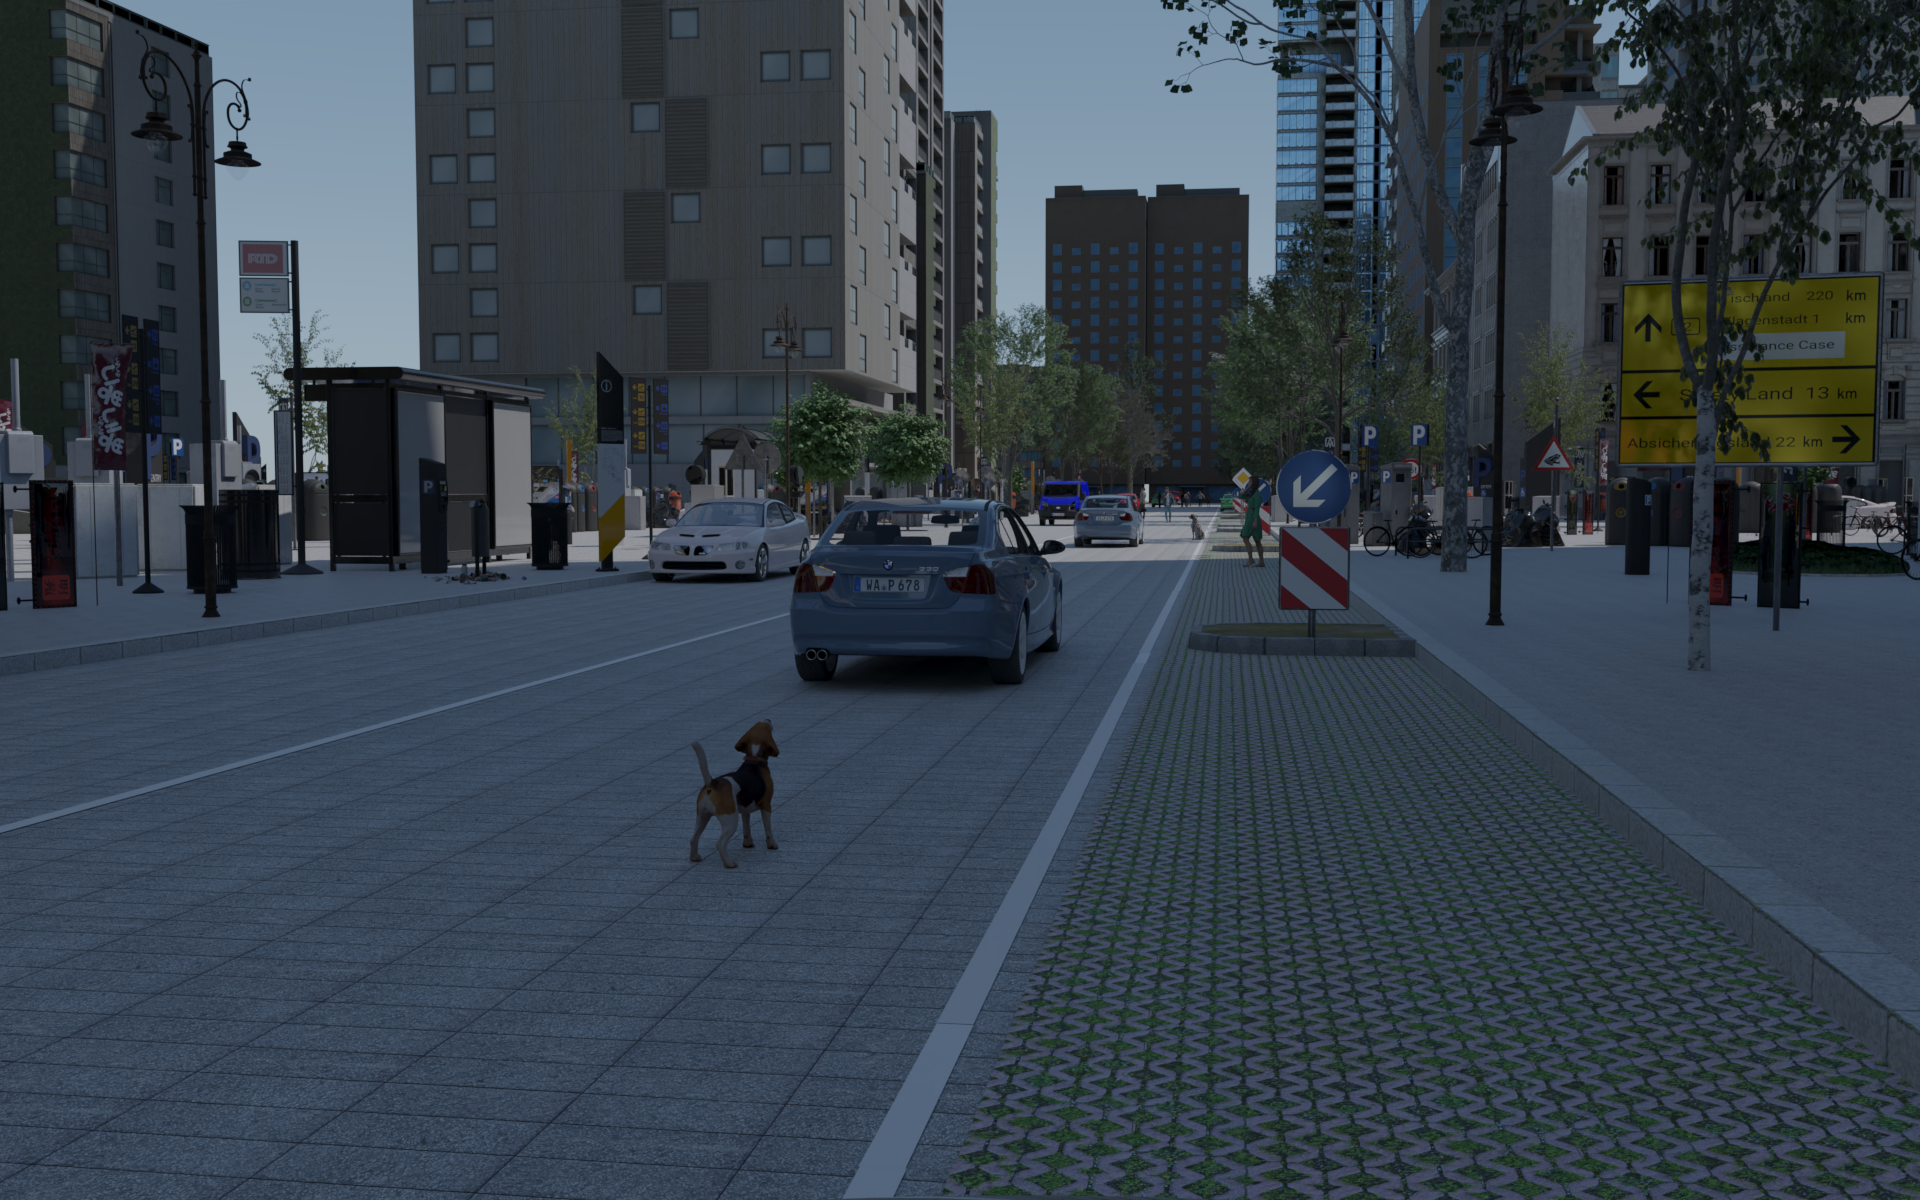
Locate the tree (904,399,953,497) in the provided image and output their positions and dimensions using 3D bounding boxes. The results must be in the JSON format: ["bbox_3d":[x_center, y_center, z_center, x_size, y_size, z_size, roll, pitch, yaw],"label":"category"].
[{"bbox_3d":[-1.892,-4.670,60.063,4.285,4.588,4.351,0,3,0],"label":"tree"}]

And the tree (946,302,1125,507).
[{"bbox_3d":[2.822,-10.229,93.006,9.928,11.665,9.643,0,3,0],"label":"tree"}]

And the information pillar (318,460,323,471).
[{"bbox_3d":[-44.461,-7.897,120.467,0.504,3.616,0.183,2,4,32],"label":"information pillar"}]

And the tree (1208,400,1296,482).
[{"bbox_3d":[29.188,-15.315,167.412,9.611,12.733,9.660,0,3,0],"label":"tree"}]

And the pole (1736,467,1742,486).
[{"bbox_3d":[34.374,-5.052,76.449,0.158,3.312,0.155,0,3,0],"label":"pole"}]

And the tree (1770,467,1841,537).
[{"bbox_3d":[22.189,-3.124,45.677,1.663,3.219,1.824,0,3,0],"label":"tree"}]

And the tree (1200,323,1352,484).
[{"bbox_3d":[20.931,-12.656,113.573,9.857,13.997,8.962,0,3,0],"label":"tree"}]

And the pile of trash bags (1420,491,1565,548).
[{"bbox_3d":[13.435,-2.048,43.235,1.912,1.369,3.447,-1,4,-23],"label":"pile of trash bags"}]

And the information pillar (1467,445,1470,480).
[{"bbox_3d":[22.595,-5.257,77.298,0.183,3.616,0.504,3,4,36],"label":"information pillar"}]

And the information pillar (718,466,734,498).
[{"bbox_3d":[-6.162,-2.521,45.711,0.304,2.012,0.304,3,4,39],"label":"information pillar"}]

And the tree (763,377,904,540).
[{"bbox_3d":[-3.841,-3.974,48.689,4.285,4.588,4.351,0,3,0],"label":"tree"}]

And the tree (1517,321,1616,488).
[{"bbox_3d":[25.221,-7.493,72.865,4.737,8.622,4.395,0,3,0],"label":"tree"}]

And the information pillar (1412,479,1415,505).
[{"bbox_3d":[33.026,-8.273,126.618,0.504,3.616,0.183,3,4,36],"label":"information pillar"}]

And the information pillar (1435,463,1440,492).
[{"bbox_3d":[36.217,-8.557,131.265,0.183,3.616,0.504,-1,4,-19],"label":"information pillar"}]

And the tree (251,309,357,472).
[{"bbox_3d":[-25.637,-7.203,68.131,4.737,8.622,4.395,0,3,0],"label":"tree"}]

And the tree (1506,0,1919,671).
[{"bbox_3d":[5.619,-3.790,12.326,4.360,8.622,3.978,0,3,0],"label":"tree"}]

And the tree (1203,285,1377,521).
[{"bbox_3d":[17.889,-10.140,91.547,9.928,11.665,9.643,0,3,0],"label":"tree"}]

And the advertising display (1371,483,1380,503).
[{"bbox_3d":[25.087,-6.077,104.578,0.123,1.923,0.974,3,5,39],"label":"advertising display"}]

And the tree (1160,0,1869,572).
[{"bbox_3d":[8.332,-10.621,29.535,12.611,20.169,13.585,0,3,0],"label":"tree"}]

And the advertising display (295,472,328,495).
[{"bbox_3d":[-18.867,-2.768,50.473,0.974,1.923,0.123,-2,4,-29],"label":"advertising display"}]

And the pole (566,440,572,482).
[{"bbox_3d":[-14.680,-4.357,65.073,0.158,3.312,0.155,0,3,0],"label":"pole"}]

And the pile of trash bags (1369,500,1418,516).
[{"bbox_3d":[14.566,-2.927,57.604,1.912,1.369,3.447,0,4,2],"label":"pile of trash bags"}]

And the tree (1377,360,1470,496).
[{"bbox_3d":[24.923,-8.733,93.150,4.737,8.622,4.395,0,3,0],"label":"tree"}]

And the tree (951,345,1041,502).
[{"bbox_3d":[1.810,-8.219,84.735,4.737,8.622,4.395,0,3,0],"label":"tree"}]

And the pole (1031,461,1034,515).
[{"bbox_3d":[4.536,-6.994,108.199,0.158,3.312,0.155,0,3,0],"label":"pole"}]

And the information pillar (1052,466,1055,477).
[{"bbox_3d":[7.848,-9.439,145.678,0.183,3.616,0.504,1,4,18],"label":"information pillar"}]

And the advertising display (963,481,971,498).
[{"bbox_3d":[0.268,-4.289,75.333,0.123,1.923,0.974,-1,4,-17],"label":"advertising display"}]

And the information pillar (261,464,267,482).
[{"bbox_3d":[-52.756,-8.556,131.249,0.504,3.616,0.183,-2,4,-31],"label":"information pillar"}]

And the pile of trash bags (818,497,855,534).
[{"bbox_3d":[-4.227,-2.837,56.133,1.912,1.369,3.447,1,4,16],"label":"pile of trash bags"}]

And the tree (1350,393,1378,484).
[{"bbox_3d":[29.748,-10.440,121.052,4.737,8.622,4.395,0,3,0],"label":"tree"}]

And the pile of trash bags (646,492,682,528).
[{"bbox_3d":[-11.463,-3.449,66.140,1.912,1.369,3.447,1,4,13],"label":"pile of trash bags"}]

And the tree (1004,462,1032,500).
[{"bbox_3d":[3.435,-6.547,101.637,1.663,3.219,1.824,0,3,0],"label":"tree"}]

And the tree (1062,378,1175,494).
[{"bbox_3d":[15.839,-16.495,180.060,12.009,13.543,11.850,0,3,0],"label":"tree"}]

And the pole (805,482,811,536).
[{"bbox_3d":[-4.626,-3.598,52.678,0.158,3.312,0.155,0,3,0],"label":"pole"}]

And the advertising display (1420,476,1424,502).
[{"bbox_3d":[16.181,-3.396,60.736,0.123,1.923,0.974,1,4,16],"label":"advertising display"}]

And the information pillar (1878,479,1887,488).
[{"bbox_3d":[43.690,-4.745,82.073,0.304,2.012,0.304,-2,4,-29],"label":"information pillar"}]

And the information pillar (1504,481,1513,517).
[{"bbox_3d":[30.910,-5.696,97.622,0.304,2.012,0.304,-3,4,-36],"label":"information pillar"}]

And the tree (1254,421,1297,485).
[{"bbox_3d":[23.274,-10.940,129.230,4.737,8.622,4.395,0,3,0],"label":"tree"}]

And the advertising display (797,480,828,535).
[{"bbox_3d":[-4.608,-2.986,54.032,0.974,1.923,0.123,-1,4,-9],"label":"advertising display"}]

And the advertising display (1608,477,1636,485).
[{"bbox_3d":[24.337,-3.578,63.711,0.974,1.923,0.123,1,4,14],"label":"advertising display"}]

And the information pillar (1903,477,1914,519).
[{"bbox_3d":[41.735,-4.388,76.233,0.304,2.012,0.304,1,4,10],"label":"information pillar"}]

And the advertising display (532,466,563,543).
[{"bbox_3d":[-9.478,-2.092,39.412,0.974,1.923,0.123,1,4,19],"label":"advertising display"}]

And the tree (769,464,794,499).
[{"bbox_3d":[-9.794,-6.515,101.128,1.663,3.219,1.824,0,3,0],"label":"tree"}]

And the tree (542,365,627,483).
[{"bbox_3d":[-20.723,-8.915,96.126,4.737,8.622,4.395,0,3,0],"label":"tree"}]

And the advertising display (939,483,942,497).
[{"bbox_3d":[-0.935,-5.837,100.642,0.123,1.923,0.974,-2,4,-26],"label":"advertising display"}]

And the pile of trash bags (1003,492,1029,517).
[{"bbox_3d":[2.947,-5.353,97.275,1.912,1.369,3.447,0,4,1],"label":"pile of trash bags"}]

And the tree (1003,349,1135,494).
[{"bbox_3d":[6.434,-10.898,112.596,8.767,10.594,7.601,2,4,24],"label":"tree"}]

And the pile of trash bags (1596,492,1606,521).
[{"bbox_3d":[31.710,-4.415,81.940,1.912,1.369,3.447,-3,5,-40],"label":"pile of trash bags"}]

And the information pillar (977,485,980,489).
[{"bbox_3d":[1.579,-8.270,139.702,0.304,2.012,0.304,-3,5,-43],"label":"information pillar"}]

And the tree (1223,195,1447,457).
[{"bbox_3d":[11.749,-7.343,54.473,7.601,10.594,8.767,1,4,19],"label":"tree"}]
